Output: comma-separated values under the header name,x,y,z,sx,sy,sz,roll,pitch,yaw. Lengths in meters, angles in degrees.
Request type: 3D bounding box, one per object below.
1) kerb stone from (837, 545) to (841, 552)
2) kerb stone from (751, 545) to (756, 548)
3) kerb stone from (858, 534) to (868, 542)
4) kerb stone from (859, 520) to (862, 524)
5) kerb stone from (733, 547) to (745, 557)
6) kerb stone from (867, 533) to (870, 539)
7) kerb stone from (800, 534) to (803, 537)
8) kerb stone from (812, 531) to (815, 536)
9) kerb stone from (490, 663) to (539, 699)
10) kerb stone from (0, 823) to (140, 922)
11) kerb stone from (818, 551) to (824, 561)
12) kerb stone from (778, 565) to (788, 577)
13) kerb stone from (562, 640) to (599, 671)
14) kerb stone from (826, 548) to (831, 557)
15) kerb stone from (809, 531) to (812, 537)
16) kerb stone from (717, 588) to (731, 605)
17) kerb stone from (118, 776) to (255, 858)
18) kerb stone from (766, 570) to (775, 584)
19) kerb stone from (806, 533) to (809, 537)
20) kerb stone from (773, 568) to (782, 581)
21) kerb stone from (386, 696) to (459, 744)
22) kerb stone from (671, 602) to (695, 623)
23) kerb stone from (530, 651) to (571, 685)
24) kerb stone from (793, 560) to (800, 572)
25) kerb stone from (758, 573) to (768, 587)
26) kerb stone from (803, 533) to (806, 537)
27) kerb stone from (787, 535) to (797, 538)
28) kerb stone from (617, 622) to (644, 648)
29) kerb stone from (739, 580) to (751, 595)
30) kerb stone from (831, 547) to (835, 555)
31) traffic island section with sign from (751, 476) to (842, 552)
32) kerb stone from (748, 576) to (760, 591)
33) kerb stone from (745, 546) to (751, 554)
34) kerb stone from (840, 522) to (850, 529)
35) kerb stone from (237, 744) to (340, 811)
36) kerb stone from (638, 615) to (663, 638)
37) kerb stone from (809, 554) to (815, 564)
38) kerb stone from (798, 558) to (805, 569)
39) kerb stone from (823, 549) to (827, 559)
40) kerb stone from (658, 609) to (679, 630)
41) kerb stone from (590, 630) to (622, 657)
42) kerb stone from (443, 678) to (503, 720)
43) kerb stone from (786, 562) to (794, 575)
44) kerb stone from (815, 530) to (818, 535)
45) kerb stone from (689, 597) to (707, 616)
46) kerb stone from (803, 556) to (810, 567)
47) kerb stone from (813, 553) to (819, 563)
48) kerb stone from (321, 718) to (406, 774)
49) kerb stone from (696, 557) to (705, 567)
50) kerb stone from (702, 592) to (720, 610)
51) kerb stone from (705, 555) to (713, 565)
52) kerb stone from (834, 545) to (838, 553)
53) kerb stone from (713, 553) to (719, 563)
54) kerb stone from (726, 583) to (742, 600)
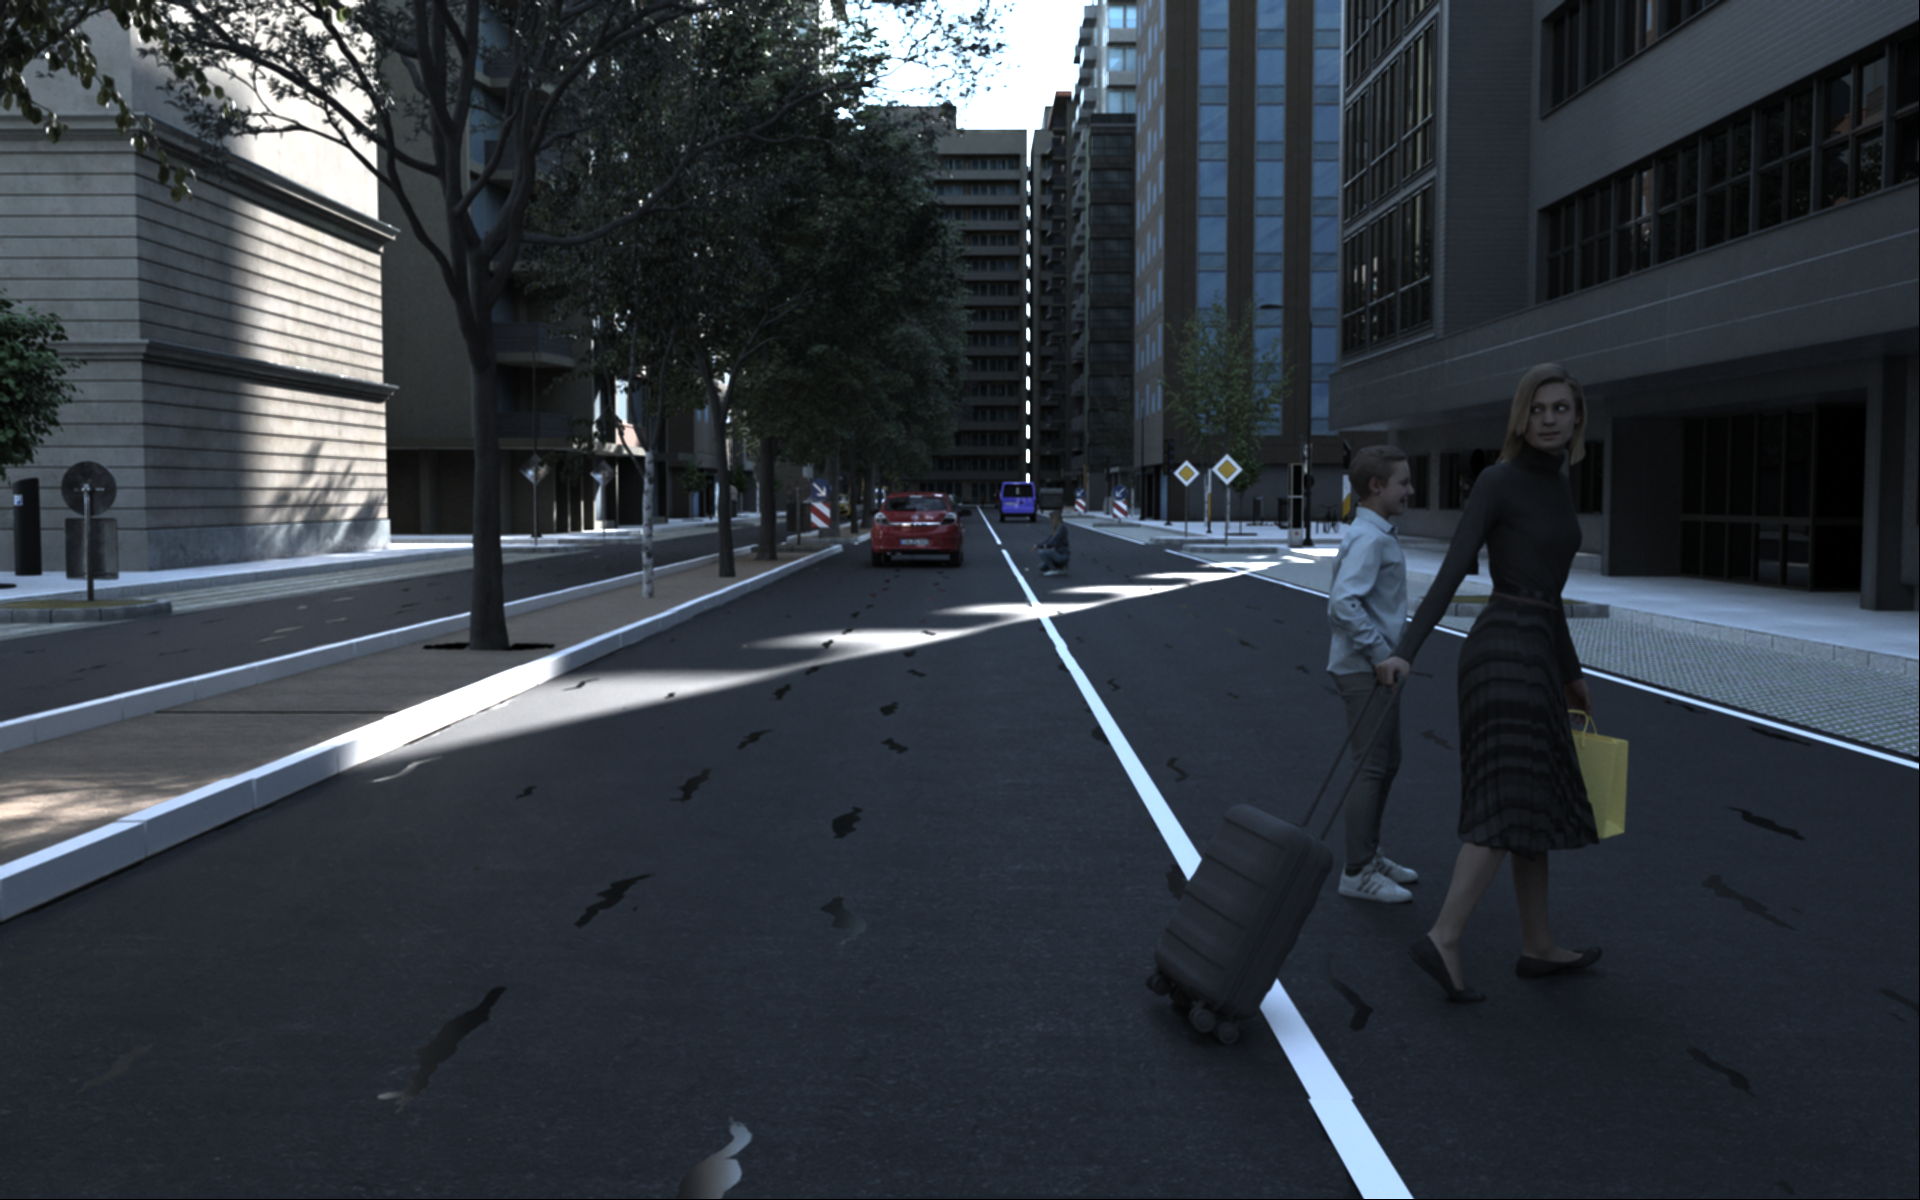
name,x,y,z,sx,sy,sz,roll,pitch,yaw
kerb stone,-3.045,-1.213,42.168,0.120,0.150,1.000,0,4,0
kerb stone,-5.150,-1.222,42.193,0.120,0.150,1.000,0,4,0
kerb stone,-2.976,-1.881,52.953,0.120,0.150,1.000,0,4,0
kerb stone,-4.877,-3.952,86.816,0.120,0.150,1.000,0,4,0
kerb stone,-5.158,-1.097,40.136,0.120,0.150,1.000,0,4,0
kerb stone,-2.973,-1.941,53.981,0.120,0.150,1.000,0,4,0
kerb stone,-5.073,-1.944,53.988,0.120,0.150,1.000,0,4,0
kerb stone,-5.052,-2.196,58.093,0.120,0.150,1.000,0,4,0
kerb stone,-3.227,0.597,12.435,0.120,0.150,1.000,0,4,0
kerb stone,-3.258,0.977,6.290,0.120,0.150,1.000,0,4,0
kerb stone,-3.073,-0.908,37.041,0.120,0.150,1.000,0,4,0
kerb stone,-3.116,-0.469,29.857,0.120,0.150,1.000,0,4,0
kerb stone,-3.210,0.474,14.481,0.120,0.150,1.000,0,4,0
kerb stone,-3.066,-1.030,39.090,0.120,0.150,1.000,0,4,0
kerb stone,-5.061,-2.124,57.059,0.120,0.150,1.000,0,4,0
kerb stone,-3.157,-0.023,22.667,0.120,0.150,1.000,0,4,0
kerb stone,-3.255,0.910,7.311,0.120,0.150,1.000,0,4,0
kerb stone,-3.124,-0.343,27.803,0.120,0.150,1.000,0,4,0
kerb stone,-5.063,-2.070,56.037,0.120,0.150,1.000,0,4,0
kerb stone,-3.117,-0.399,28.825,0.120,0.150,1.000,0,4,0
kerb stone,-3.233,0.722,10.391,0.120,0.150,1.000,0,4,0
kerb stone,-3.173,0.159,19.599,0.120,0.150,1.000,0,4,0
kerb stone,-3.215,0.537,13.459,0.120,0.150,1.000,0,4,0
kerb stone,-3.105,-0.594,31.907,0.120,0.150,1.000,0,4,0
kerb stone,-3.130,-0.277,26.780,0.120,0.150,1.000,0,4,0
kerb stone,-5.072,-2.007,55.010,0.120,0.150,1.000,0,4,0
kerb stone,-5.083,-1.819,51.943,0.120,0.150,1.000,0,4,0
kerb stone,-3.194,0.348,16.529,0.120,0.150,1.000,0,4,0
kerb stone,-3.146,-0.154,24.726,0.120,0.150,1.000,0,4,0
kerb stone,-3.060,-1.096,40.120,0.120,0.150,1.000,0,4,0
traffic island section with sign,-4.084,-2.141,43.140,2.006,1.907,1.989,0,4,0
kerb stone,-3.135,-0.216,25.756,0.120,0.150,1.000,0,4,0
kerb stone,-5.158,-1.158,41.166,0.120,0.150,1.000,0,4,0
kerb stone,-4.949,-3.198,74.490,0.120,0.150,1.000,0,4,0
kerb stone,-3.241,0.852,8.334,0.120,0.150,1.000,0,4,0
kerb stone,-3.190,0.288,17.555,0.120,0.150,1.000,0,4,0
kerb stone,-3.089,-0.781,34.984,0.120,0.150,1.000,0,4,0
kerb stone,-3.105,-0.654,32.935,0.120,0.150,1.000,0,4,0
kerb stone,-3.071,-0.967,38.069,0.120,0.150,1.000,0,4,0
kerb stone,-3.182,0.231,18.578,0.120,0.150,1.000,0,4,0
kerb stone,-3.207,0.410,15.503,0.120,0.150,1.000,0,4,0
kerb stone,-3.226,0.659,11.413,0.120,0.150,1.000,0,4,0
kerb stone,-3.112,-0.531,30.879,0.120,0.150,1.000,0,4,0
kerb stone,-5.047,-2.258,59.115,0.120,0.150,1.000,0,4,0
kerb stone,-3.175,0.096,20.623,0.120,0.150,1.000,0,4,0
kerb stone,-3.093,-0.720,33.962,0.120,0.150,1.000,0,4,0
kerb stone,-3.080,-0.845,36.016,0.120,0.150,1.000,0,4,0
kerb stone,-3.233,0.789,9.356,0.120,0.150,1.000,0,4,0
kerb stone,-5.194,-0.717,33.992,0.120,0.150,1.000,0,4,0
kerb stone,-3.166,0.034,21.645,0.120,0.150,1.000,0,4,0
kerb stone,-5.190,-0.784,35.019,0.120,0.150,1.000,0,4,0
kerb stone,-3.049,-1.154,41.142,0.120,0.150,1.000,0,4,0
kerb stone,-5.183,-0.844,36.048,0.120,0.150,1.000,0,4,0
kerb stone,-3.150,-0.092,23.694,0.120,0.150,1.000,0,4,0
